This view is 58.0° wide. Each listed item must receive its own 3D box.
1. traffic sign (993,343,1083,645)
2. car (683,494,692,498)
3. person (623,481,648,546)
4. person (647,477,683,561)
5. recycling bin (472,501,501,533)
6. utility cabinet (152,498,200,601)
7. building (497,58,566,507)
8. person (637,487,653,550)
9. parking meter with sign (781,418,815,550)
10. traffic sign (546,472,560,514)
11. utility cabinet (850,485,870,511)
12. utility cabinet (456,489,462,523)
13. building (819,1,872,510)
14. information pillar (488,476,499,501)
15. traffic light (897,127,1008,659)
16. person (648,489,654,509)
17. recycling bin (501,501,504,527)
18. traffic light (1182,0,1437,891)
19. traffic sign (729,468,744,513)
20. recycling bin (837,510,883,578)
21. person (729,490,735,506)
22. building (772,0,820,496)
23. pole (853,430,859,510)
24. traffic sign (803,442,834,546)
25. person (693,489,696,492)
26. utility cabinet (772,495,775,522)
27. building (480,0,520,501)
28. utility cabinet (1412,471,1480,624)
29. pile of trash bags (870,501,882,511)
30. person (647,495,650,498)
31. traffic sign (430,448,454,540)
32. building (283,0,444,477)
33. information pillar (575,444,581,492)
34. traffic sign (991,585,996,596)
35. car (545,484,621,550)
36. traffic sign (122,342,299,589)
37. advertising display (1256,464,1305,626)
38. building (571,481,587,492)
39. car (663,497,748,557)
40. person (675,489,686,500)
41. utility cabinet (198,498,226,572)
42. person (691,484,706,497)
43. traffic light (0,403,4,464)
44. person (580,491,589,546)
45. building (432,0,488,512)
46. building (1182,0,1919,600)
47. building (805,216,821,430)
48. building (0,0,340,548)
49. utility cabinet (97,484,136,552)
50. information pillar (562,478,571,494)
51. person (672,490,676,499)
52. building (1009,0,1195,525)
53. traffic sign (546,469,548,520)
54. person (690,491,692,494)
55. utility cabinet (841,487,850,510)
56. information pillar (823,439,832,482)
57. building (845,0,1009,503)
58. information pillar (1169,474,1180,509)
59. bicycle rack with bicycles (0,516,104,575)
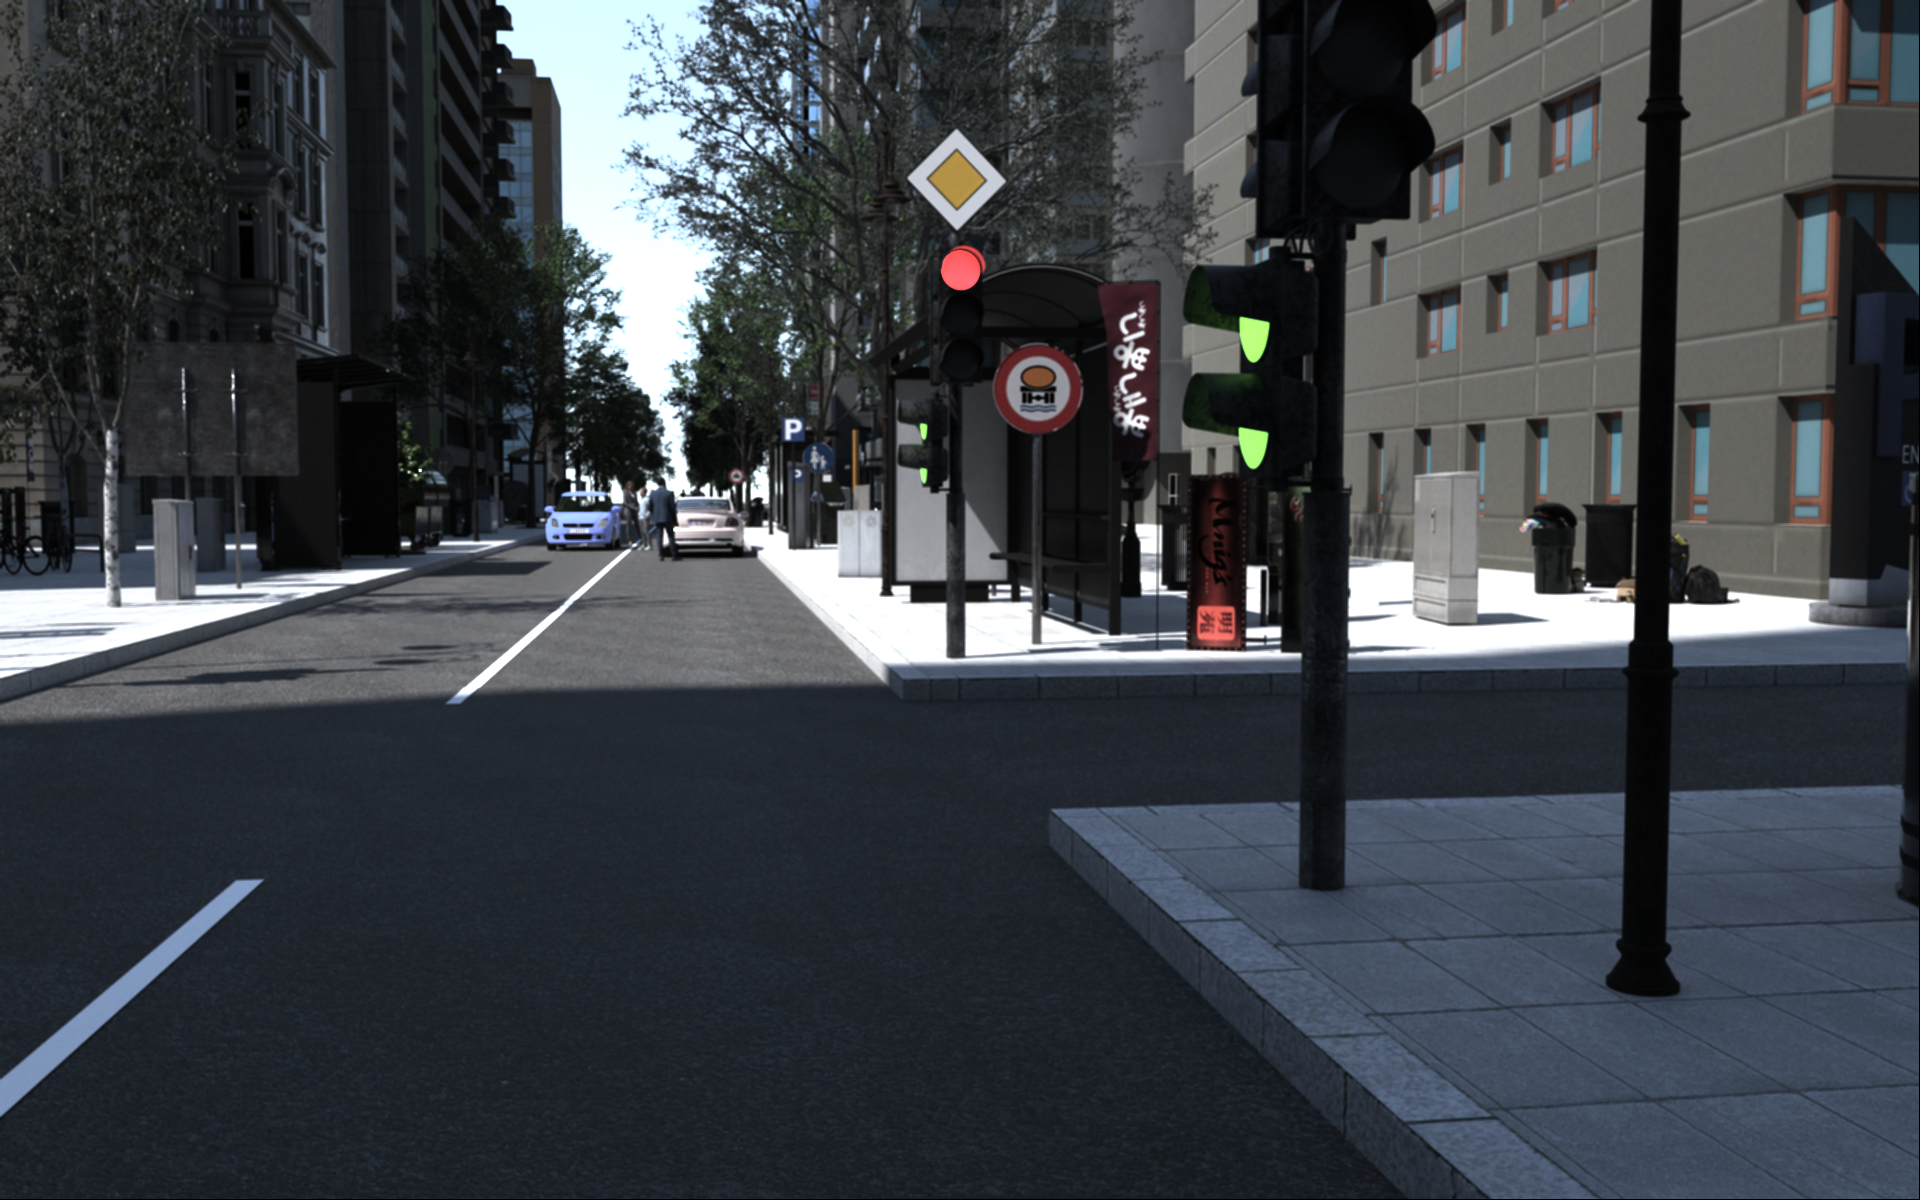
[{"bbox_3d":[0.657,-0.894,14.724,0.768,2.556,0.104,0,4,-4],"label":"traffic sign"},{"bbox_3d":[-17.588,-6.280,114.483,2.131,1.459,4.920,0,4,-7],"label":"car"},{"bbox_3d":[-8.956,-2.380,47.694,0.573,1.790,0.520,1,4,23],"label":"person"},{"bbox_3d":[-6.337,-1.742,37.159,0.721,1.800,0.419,0,4,1],"label":"person"},{"bbox_3d":[-15.684,-2.723,57.082,0.722,1.027,0.722,0,4,0],"label":"recycling bin"},{"bbox_3d":[-9.648,-0.620,21.299,0.306,1.237,1.020,-1,4,-14],"label":"utility cabinet"},{"bbox_3d":[-49.206,-32.531,181.993,14.600,45.320,14.200,-1,4,-9],"label":"building"},{"bbox_3d":[-8.092,-2.085,44.393,0.330,1.601,0.589,-2,4,-32],"label":"person"},{"bbox_3d":[-3.726,-2.700,40.403,0.543,3.016,1.738,0,4,5],"label":"parking meter with sign"},{"bbox_3d":[-20.136,-5.161,85.575,0.795,2.450,0.064,0,4,-8],"label":"traffic sign"},{"bbox_3d":[-2.312,-1.955,40.641,0.318,1.500,1.173,0,4,-7],"label":"utility cabinet"},{"bbox_3d":[-21.860,-4.049,74.877,0.318,1.500,1.173,0,4,1],"label":"utility cabinet"},{"bbox_3d":[-1.002,-36.727,142.481,21.231,58.520,28.212,-1,4,-9],"label":"building"},{"bbox_3d":[-18.739,-3.981,69.574,0.304,2.012,0.304,1,4,17],"label":"information pillar"},{"bbox_3d":[-0.051,-1.500,13.445,0.839,4.253,0.868,-1,4,-9],"label":"traffic light"},{"bbox_3d":[-24.545,-7.933,138.210,1.348,1.823,0.705,-3,5,-44],"label":"person"},{"bbox_3d":[-18.046,-3.332,67.035,0.722,1.027,0.722,-1,4,-14],"label":"recycling bin"},{"bbox_3d":[1.165,-1.017,5.553,0.839,4.253,0.868,-1,4,-9],"label":"traffic light"},{"bbox_3d":[-11.024,-5.225,85.534,0.768,2.556,0.104,0,4,-2],"label":"traffic sign"},{"bbox_3d":[-1.478,-0.877,26.899,0.722,1.027,0.722,1,4,10],"label":"recycling bin"},{"bbox_3d":[-21.825,-9.655,166.363,1.348,1.823,0.705,3,5,43],"label":"person"},{"bbox_3d":[-13.923,-56.183,231.261,22.319,86.520,31.000,-1,4,-9],"label":"building"},{"bbox_3d":[-3.295,-3.735,54.911,0.158,3.312,0.155,0,3,0],"label":"pole"},{"bbox_3d":[-3.485,-2.604,42.687,0.768,2.556,0.104,0,4,-3],"label":"traffic sign"},{"bbox_3d":[-13.104,-4.658,85.667,0.512,1.701,0.522,3,5,39],"label":"person"},{"bbox_3d":[-8.312,-4.259,80.799,1.020,1.237,0.306,-2,4,-28],"label":"utility cabinet"},{"bbox_3d":[-45.999,-29.229,132.522,22.147,44.769,28.867,-1,4,-9],"label":"building"},{"bbox_3d":[4.862,-0.533,17.401,0.318,1.500,1.173,0,4,-2],"label":"utility cabinet"},{"bbox_3d":[-1.669,-2.385,48.741,1.912,1.369,3.447,1,4,19],"label":"pile of trash bags"},{"bbox_3d":[-22.587,-7.118,124.755,0.599,1.838,0.709,-2,4,-29],"label":"person"},{"bbox_3d":[-14.348,-2.920,47.844,0.768,2.556,0.104,0,4,-3],"label":"traffic sign"},{"bbox_3d":[-35.630,-24.901,90.720,14.154,41.232,14.086,-1,4,-9],"label":"building"},{"bbox_3d":[-17.861,-5.486,81.050,0.183,3.616,0.504,-3,4,-36],"label":"information pillar"},{"bbox_3d":[0.426,-1.328,21.716,0.884,2.594,0.081,0,4,-5],"label":"traffic sign"},{"bbox_3d":[-9.798,-2.178,45.201,1.945,1.707,3.694,0,4,-7],"label":"car"},{"bbox_3d":[-10.089,-1.802,23.344,2.265,3.308,0.079,0,4,-5],"label":"traffic sign"},{"bbox_3d":[3.179,-0.730,17.157,0.123,1.923,0.974,2,4,32],"label":"advertising display"},{"bbox_3d":[-65.225,-32.542,223.944,32.217,40.220,23.993,-1,4,-9],"label":"building"},{"bbox_3d":[-6.031,-1.740,40.805,2.083,1.381,4.827,0,4,-7],"label":"car"},{"bbox_3d":[-20.440,-7.305,127.956,1.348,1.822,0.705,-1,4,-21],"label":"person"},{"bbox_3d":[-12.547,-1.093,29.034,0.306,1.237,1.020,-1,4,-14],"label":"utility cabinet"},{"bbox_3d":[-10.302,-3.634,67.899,0.794,1.824,0.713,1,4,8],"label":"person"},{"bbox_3d":[-7.324,-1.431,12.313,0.839,4.253,0.868,-1,4,-9],"label":"traffic light"},{"bbox_3d":[-10.321,-2.233,47.610,0.503,1.515,0.523,1,4,21],"label":"person"},{"bbox_3d":[-41.888,-29.593,107.555,21.300,48.544,21.600,-1,4,-9],"label":"building"},{"bbox_3d":[22.535,-11.682,36.046,28.899,21.520,27.650,-1,4,-9],"label":"building"},{"bbox_3d":[-5.635,-31.393,205.164,32.217,40.220,23.993,-1,4,-9],"label":"building"},{"bbox_3d":[-29.509,-14.529,56.634,14.460,24.649,34.723,-1,4,-9],"label":"building"},{"bbox_3d":[-18.517,-1.796,38.049,1.173,1.500,0.318,3,5,41],"label":"utility cabinet"},{"bbox_3d":[-18.548,-4.723,81.719,0.304,2.012,0.304,-3,5,-44],"label":"information pillar"},{"bbox_3d":[-31.510,-11.143,190.619,0.705,1.831,1.348,-2,4,-32],"label":"person"},{"bbox_3d":[15.365,-23.697,79.333,32.217,40.220,23.993,-1,4,-9],"label":"building"},{"bbox_3d":[-20.615,-5.277,86.380,0.768,2.556,0.104,0,4,-7],"label":"traffic sign"},{"bbox_3d":[-22.644,-8.368,146.028,1.217,1.735,0.721,1,4,13],"label":"person"},{"bbox_3d":[-3.882,-2.763,53.856,0.318,1.500,1.173,3,4,38],"label":"utility cabinet"},{"bbox_3d":[-5.699,-5.055,74.009,0.504,3.616,0.183,1,4,12],"label":"information pillar"},{"bbox_3d":[4.934,-30.242,114.058,23.786,49.044,30.456,-1,4,-9],"label":"building"},{"bbox_3d":[7.796,-3.581,63.046,0.304,2.012,0.304,2,4,28],"label":"information pillar"},{"bbox_3d":[-15.320,-0.905,28.179,2.925,0.926,2.852,3,5,42],"label":"bicycle rack with bicycles"}]
